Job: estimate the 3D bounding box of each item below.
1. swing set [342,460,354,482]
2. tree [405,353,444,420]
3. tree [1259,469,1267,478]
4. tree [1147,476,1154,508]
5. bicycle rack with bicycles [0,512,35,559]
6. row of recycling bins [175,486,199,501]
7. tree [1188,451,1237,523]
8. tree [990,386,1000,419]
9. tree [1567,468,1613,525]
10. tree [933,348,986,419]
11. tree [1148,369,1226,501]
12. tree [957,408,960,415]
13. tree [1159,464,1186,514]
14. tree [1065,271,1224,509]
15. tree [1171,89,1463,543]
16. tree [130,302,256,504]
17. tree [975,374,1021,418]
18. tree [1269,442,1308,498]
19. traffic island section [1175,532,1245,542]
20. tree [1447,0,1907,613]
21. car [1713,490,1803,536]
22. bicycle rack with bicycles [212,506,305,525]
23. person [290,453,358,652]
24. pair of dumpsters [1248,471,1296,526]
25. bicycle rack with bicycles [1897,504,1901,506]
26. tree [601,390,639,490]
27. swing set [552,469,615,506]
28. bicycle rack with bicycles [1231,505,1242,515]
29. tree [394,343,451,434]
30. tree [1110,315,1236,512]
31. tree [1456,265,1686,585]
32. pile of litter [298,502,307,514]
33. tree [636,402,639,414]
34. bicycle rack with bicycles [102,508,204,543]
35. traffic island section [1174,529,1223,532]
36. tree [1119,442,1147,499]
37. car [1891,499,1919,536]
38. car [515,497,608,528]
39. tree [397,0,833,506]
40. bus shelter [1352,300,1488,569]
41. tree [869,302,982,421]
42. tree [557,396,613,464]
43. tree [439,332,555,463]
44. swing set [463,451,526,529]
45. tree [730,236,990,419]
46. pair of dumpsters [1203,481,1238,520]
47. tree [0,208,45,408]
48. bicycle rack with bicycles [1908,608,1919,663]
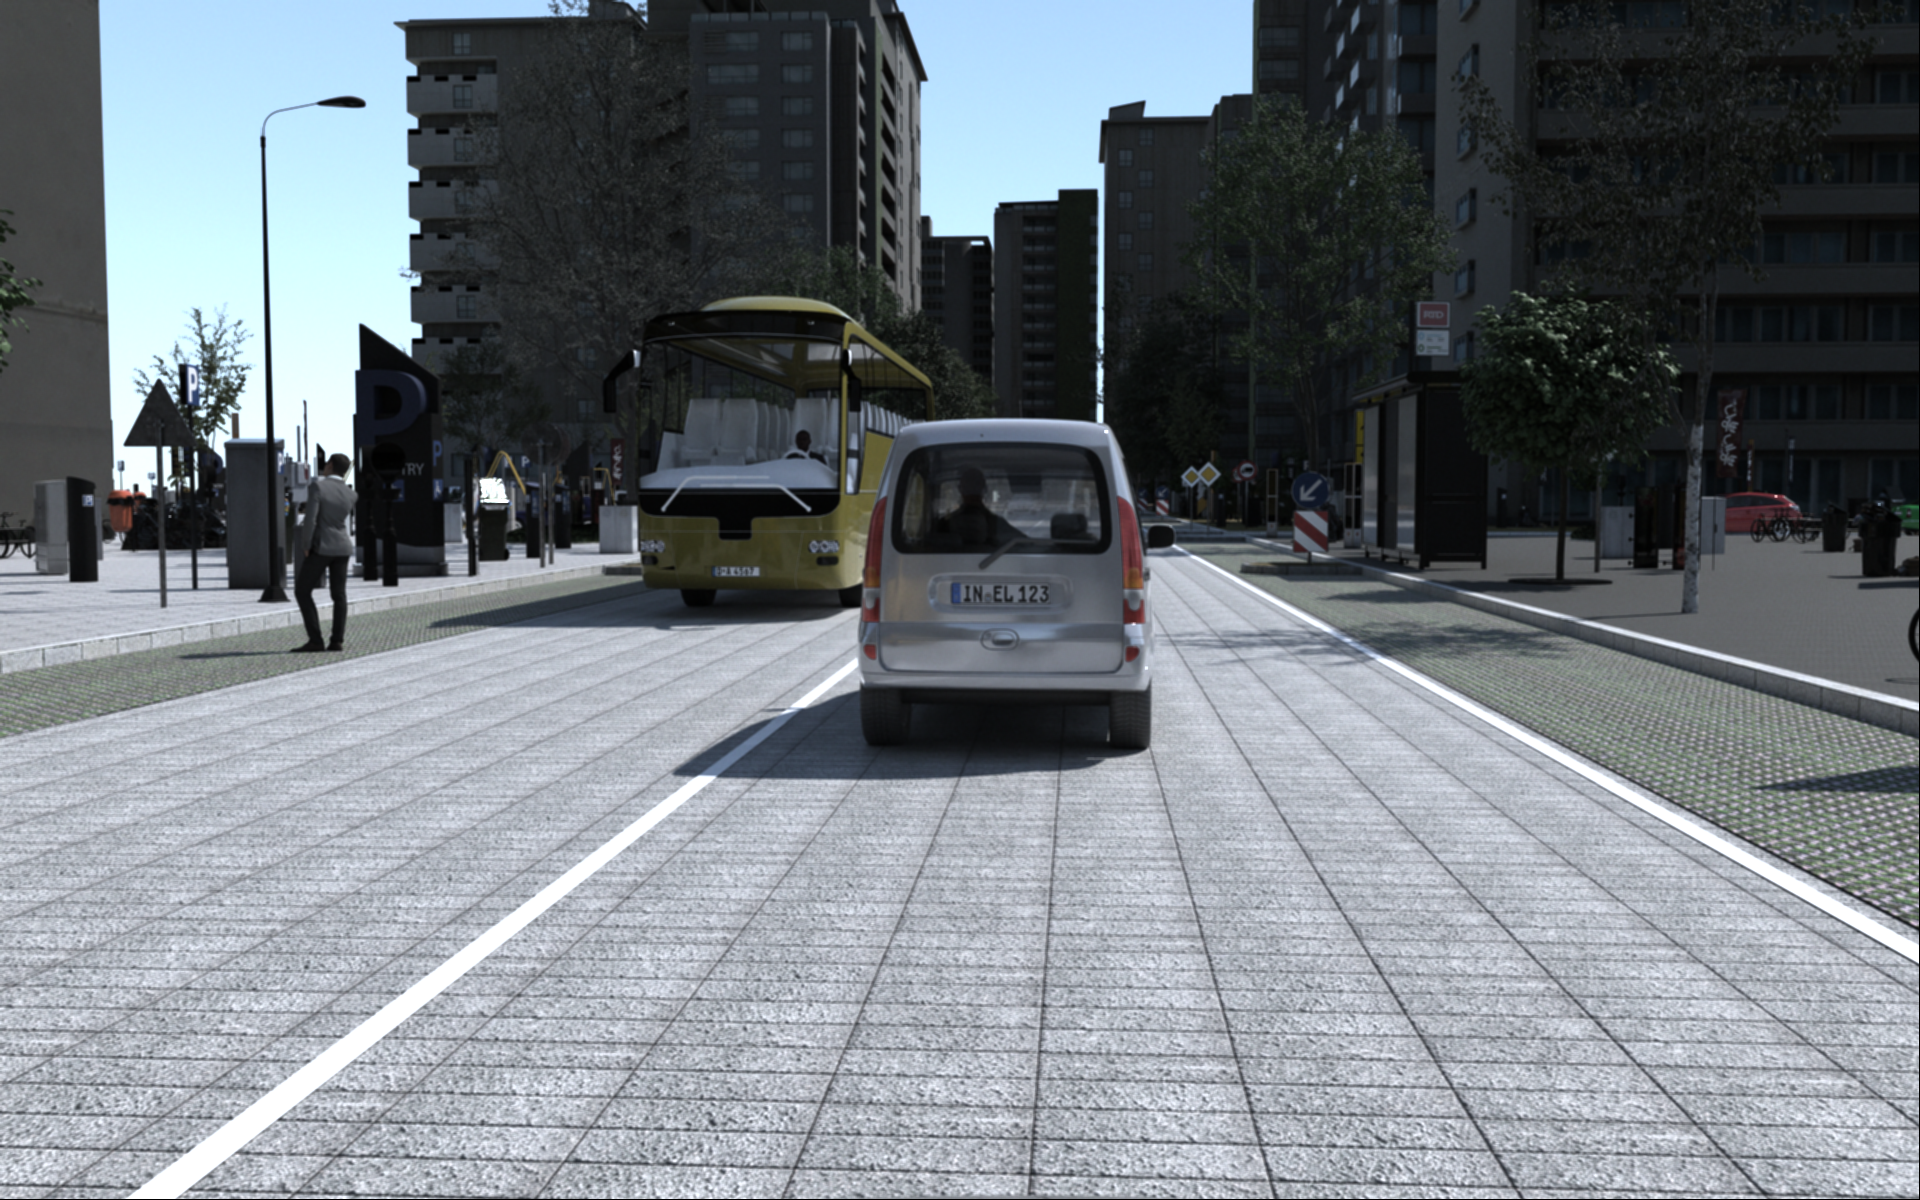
[{"bbox_3d":[-26.910,-4.870,77.248,2.862,2.851,3.119,-1,4,-22],"label":"swing set"},{"bbox_3d":[-28.439,-8.498,89.305,4.360,8.622,3.978,0,3,0],"label":"tree"},{"bbox_3d":[23.087,-8.305,130.392,1.663,3.219,1.824,0,3,0],"label":"tree"},{"bbox_3d":[18.377,-10.460,165.625,1.663,3.219,1.824,0,3,0],"label":"tree"},{"bbox_3d":[-19.517,-1.269,34.137,2.852,0.926,2.925,2,4,25],"label":"bicycle rack with bicycles"},{"bbox_3d":[-38.009,-4.953,88.093,3.534,1.692,1.069,-1,4,-14],"label":"row of recycling bins"},{"bbox_3d":[11.407,-5.064,77.402,1.663,3.219,1.824,0,3,0],"label":"tree"},{"bbox_3d":[0.034,-13.306,143.304,9.928,11.665,9.643,0,3,0],"label":"tree"},{"bbox_3d":[23.309,-4.222,63.631,1.663,3.219,1.824,0,3,0],"label":"tree"},{"bbox_3d":[-1.077,-13.222,134.310,7.486,12.596,7.792,0,3,0],"label":"tree"},{"bbox_3d":[13.439,-9.259,101.743,4.737,8.622,4.395,0,3,0],"label":"tree"},{"bbox_3d":[3.375,-16.058,196.961,8.767,10.594,7.601,0,4,-3],"label":"tree"},{"bbox_3d":[14.058,-7.068,110.163,1.663,3.219,1.824,0,3,0],"label":"tree"},{"bbox_3d":[15.737,-17.865,147.974,12.611,20.169,13.585,0,3,0],"label":"tree"},{"bbox_3d":[9.204,-7.327,45.558,9.928,11.665,9.643,0,3,0],"label":"tree"},{"bbox_3d":[-28.861,-7.070,65.951,4.737,8.622,4.395,0,3,0],"label":"tree"},{"bbox_3d":[1.740,-16.263,176.262,12.009,13.543,11.850,0,3,0],"label":"tree"},{"bbox_3d":[21.241,-7.729,110.087,4.285,4.588,4.351,0,3,0],"label":"tree"},{"bbox_3d":[7.632,-1.888,53.150,2.009,0.180,2.903,0,4,4],"label":"traffic island section"},{"bbox_3d":[7.731,-4.175,18.619,4.360,8.622,3.978,0,3,0],"label":"tree"},{"bbox_3d":[25.105,-2.914,56.680,4.494,1.783,2.155,0,4,6],"label":"car"},{"bbox_3d":[-16.518,-1.830,43.300,2.852,0.926,2.925,1,4,10],"label":"bicycle rack with bicycles"},{"bbox_3d":[-5.761,-0.429,15.697,0.592,1.802,0.473,-3,5,-44],"label":"person"},{"bbox_3d":[12.850,-4.217,71.443,1.574,2.255,4.437,0,4,4],"label":"pair of dumpsters"},{"bbox_3d":[57.875,-5.544,104.019,2.925,0.926,2.852,-2,4,-31],"label":"bicycle rack with bicycles"},{"bbox_3d":[-21.390,-10.091,115.355,4.737,8.622,4.395,0,3,0],"label":"tree"},{"bbox_3d":[-22.866,-6.649,106.333,3.119,2.851,2.862,-2,4,-35],"label":"swing set"},{"bbox_3d":[16.951,-5.833,108.748,2.925,0.926,2.852,0,4,-7],"label":"bicycle rack with bicycles"},{"bbox_3d":[-26.546,-8.161,83.793,4.737,8.622,4.395,0,3,0],"label":"tree"},{"bbox_3d":[15.076,-13.213,122.680,9.857,13.997,8.962,0,3,0],"label":"tree"},{"bbox_3d":[8.678,-2.521,24.934,4.285,4.588,4.351,0,3,0],"label":"tree"},{"bbox_3d":[-42.125,-5.925,110.841,1.719,0.858,1.176,2,4,25],"label":"pile of litter"},{"bbox_3d":[-15.673,-8.799,94.220,4.360,8.622,3.978,0,3,0],"label":"tree"},{"bbox_3d":[-21.752,-1.925,44.863,2.852,0.926,2.925,0,4,4],"label":"bicycle rack with bicycles"},{"bbox_3d":[8.180,-2.375,61.116,2.009,0.180,2.903,0,4,4],"label":"traffic island section"},{"bbox_3d":[18.825,-14.274,183.747,4.737,8.622,4.395,0,3,0],"label":"tree"},{"bbox_3d":[32.489,-2.868,55.688,4.718,1.807,1.959,0,4,5],"label":"car"},{"bbox_3d":[-13.623,-2.812,58.549,3.894,1.354,1.945,0,4,3],"label":"car"},{"bbox_3d":[-8.125,-8.047,41.945,12.009,13.543,11.850,0,3,0],"label":"tree"},{"bbox_3d":[8.944,-3.425,33.634,2.179,5.291,8.768,0,4,4],"label":"bus shelter"},{"bbox_3d":[-3.262,-11.433,103.933,9.611,12.733,9.660,0,3,0],"label":"tree"},{"bbox_3d":[-28.027,-10.922,128.944,4.360,8.622,3.978,0,3,0],"label":"tree"},{"bbox_3d":[-26.919,-10.071,99.065,8.767,10.594,7.601,1,4,9],"label":"tree"},{"bbox_3d":[-16.970,-4.084,64.387,2.862,2.851,3.119,-1,4,-13],"label":"swing set"},{"bbox_3d":[-5.760,-8.741,68.665,9.928,11.665,9.643,0,3,0],"label":"tree"},{"bbox_3d":[13.246,-5.202,87.545,1.574,2.255,4.437,0,4,4],"label":"pair of dumpsters"},{"bbox_3d":[-9.379,-1.877,14.396,4.285,4.588,4.351,0,3,0],"label":"tree"},{"bbox_3d":[8.440,0.083,12.033,2.925,0.926,2.852,3,4,38],"label":"bicycle rack with bicycles"}]
